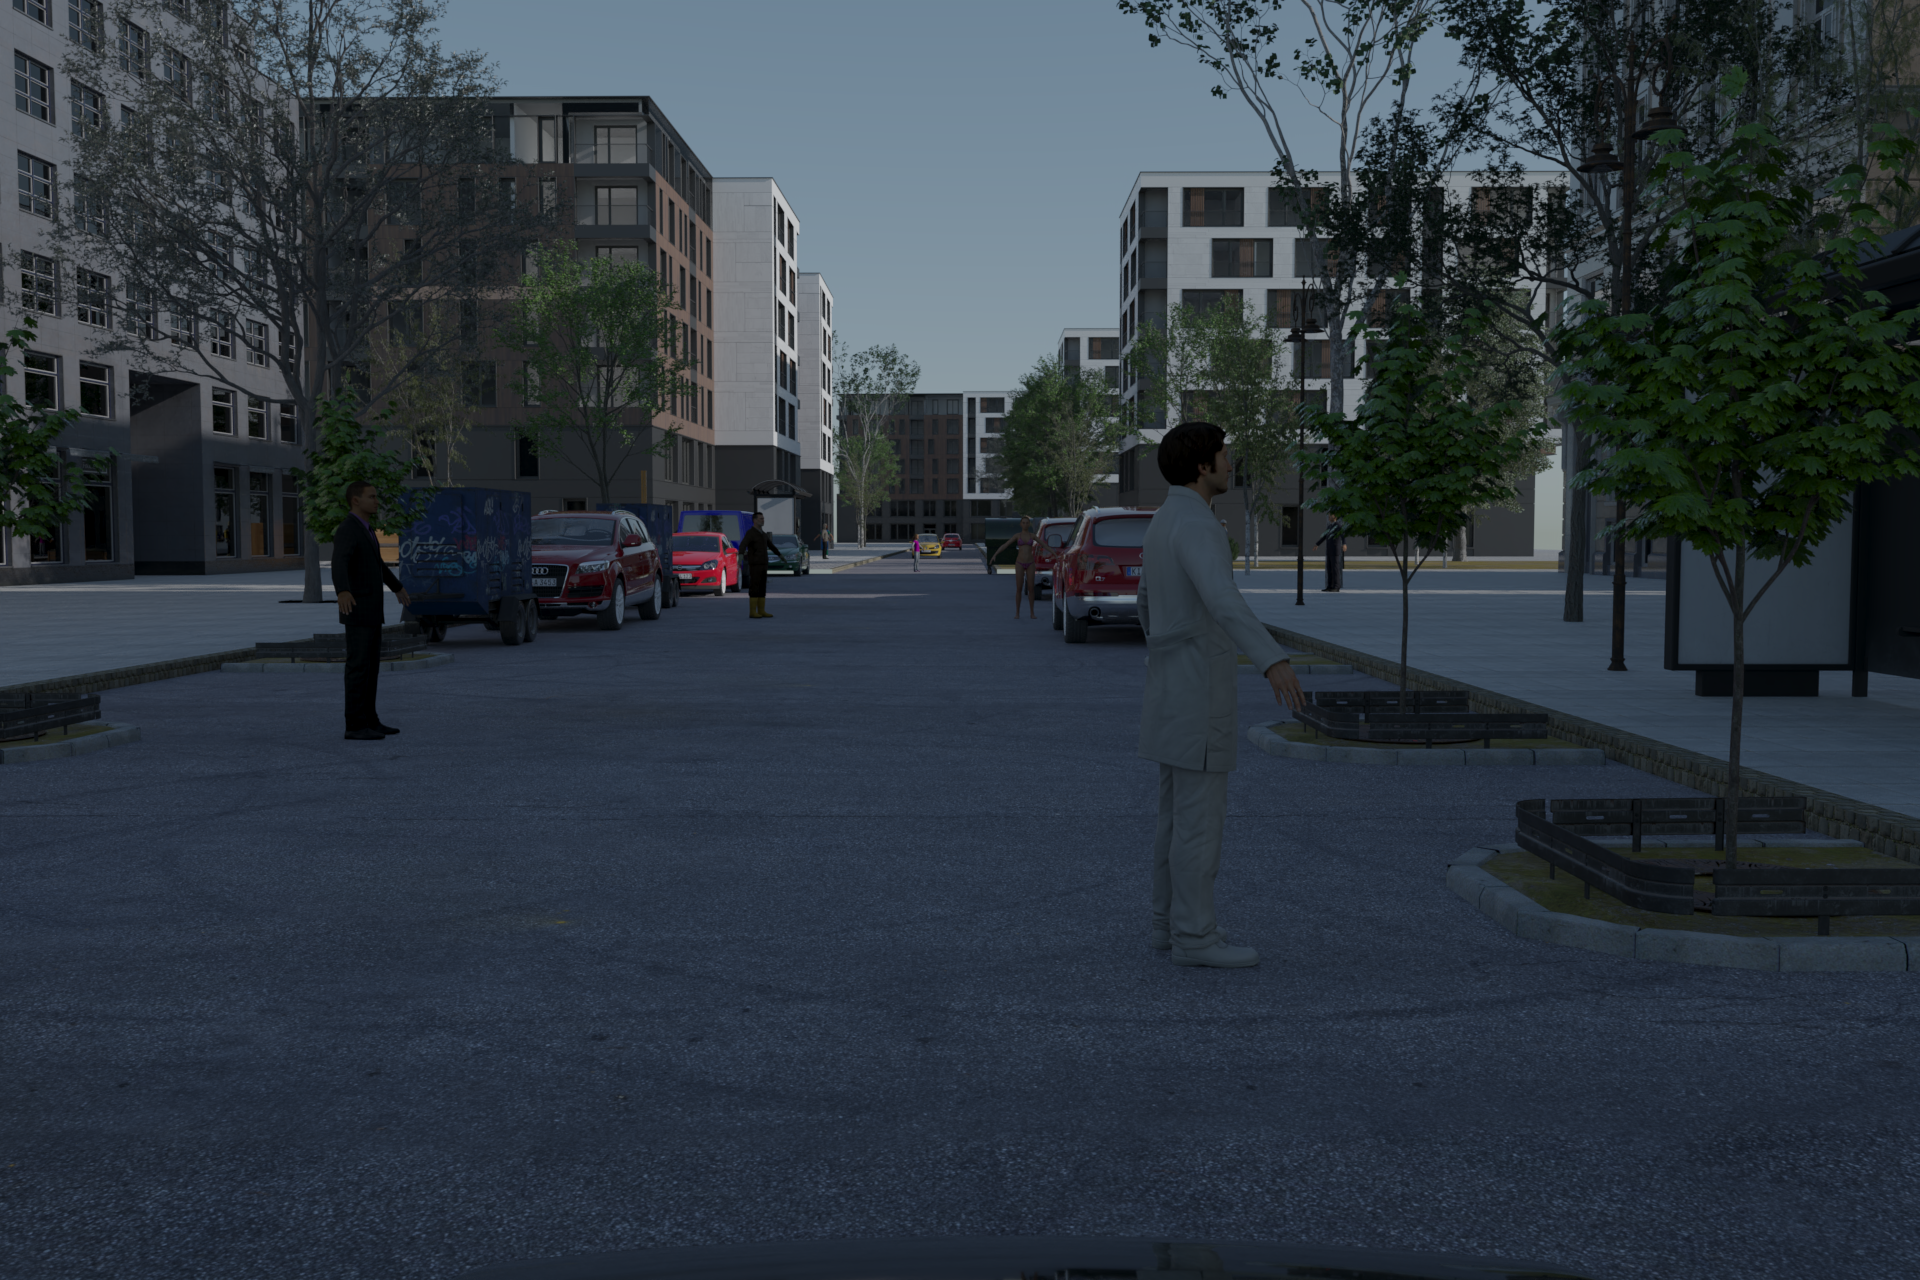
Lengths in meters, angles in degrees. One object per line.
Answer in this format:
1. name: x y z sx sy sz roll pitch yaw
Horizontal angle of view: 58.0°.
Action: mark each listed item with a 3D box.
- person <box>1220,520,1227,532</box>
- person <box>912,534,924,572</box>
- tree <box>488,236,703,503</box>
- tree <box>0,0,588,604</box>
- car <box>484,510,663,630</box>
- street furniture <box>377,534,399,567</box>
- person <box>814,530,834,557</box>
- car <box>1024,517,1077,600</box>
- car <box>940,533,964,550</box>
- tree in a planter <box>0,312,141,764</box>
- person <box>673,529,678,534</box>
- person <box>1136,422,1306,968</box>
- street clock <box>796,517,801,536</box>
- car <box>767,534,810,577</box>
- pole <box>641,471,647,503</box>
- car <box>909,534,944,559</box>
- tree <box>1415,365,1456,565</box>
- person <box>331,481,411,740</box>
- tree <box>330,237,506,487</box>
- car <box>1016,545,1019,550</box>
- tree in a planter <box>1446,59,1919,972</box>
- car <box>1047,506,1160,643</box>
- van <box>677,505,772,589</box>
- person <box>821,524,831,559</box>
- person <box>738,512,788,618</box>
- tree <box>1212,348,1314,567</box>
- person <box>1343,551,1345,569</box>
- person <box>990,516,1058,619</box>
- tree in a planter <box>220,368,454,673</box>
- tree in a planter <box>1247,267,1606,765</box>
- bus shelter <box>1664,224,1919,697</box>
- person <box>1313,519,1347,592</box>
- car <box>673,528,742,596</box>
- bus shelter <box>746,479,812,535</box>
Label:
1. person: 10.253 -3.778 67.630 0.705 1.847 1.347 1 4 17
2. person: -1.590 -3.290 65.511 0.599 1.433 0.991 2 4 24
3. tree: -12.626 -8.278 61.093 9.928 11.665 9.643 0 3 0
4. tree: -12.027 -7.441 32.035 12.009 13.543 11.850 0 3 0
5. car: -6.058 -1.149 27.467 2.281 1.827 5.304 0 4 0
6. street furniture: -21.069 -3.986 72.024 9.812 1.723 11.010 -2 4 -24
7. person: -7.748 -5.684 99.067 1.347 1.817 0.704 2 4 29
8. car: 2.494 -1.858 39.049 2.281 1.827 5.304 0 4 1
9. car: -0.723 -8.814 153.148 2.155 1.783 4.494 0 4 1
10. tree in a planter: -6.702 -0.873 11.490 1.991 3.239 1.994 0 4 0
11. person: -9.246 -3.190 58.334 1.348 1.807 0.705 0 4 -3
12. person: 0.814 0.170 5.858 0.705 1.806 1.347 -1 4 -10
13. street clock: -6.890 -4.191 73.093 0.358 2.002 0.471 0 4 1
14. car: -6.255 -2.944 59.926 2.131 1.459 4.920 0 4 0
15. pole: -10.148 -3.782 55.676 0.158 3.312 0.155 0 3 0
16. car: -1.936 -5.569 101.277 2.015 1.641 3.980 0 4 0
17. tree: 19.176 -7.438 71.980 4.360 8.622 3.978 0 3 0
18. person: -4.174 -0.214 12.183 0.704 1.802 1.346 0 4 -1
19. tree: -12.766 -5.672 43.092 4.360 8.622 3.978 0 3 0
20. car: 2.914 -2.711 56.129 2.131 1.459 4.920 0 4 -1
21. tree in a planter: 2.973 -0.572 6.571 1.991 3.239 1.994 0 4 -1
22. car: 2.384 -0.953 24.262 2.281 1.827 5.304 0 4 0
23. van: -6.407 -2.616 47.164 2.240 2.365 5.245 0 4 1
24. person: -6.879 -5.045 88.611 0.705 1.813 1.348 1 4 11
25. person: -3.420 -1.283 29.567 0.704 1.812 1.346 2 4 29
26. tree: 11.476 -7.190 67.915 4.360 8.622 3.978 0 3 0
27. person: 12.995 -3.235 59.678 0.721 1.737 1.214 2 4 29
28. person: 1.109 -1.225 29.291 1.217 1.733 0.721 0 4 -2
29. tree in a planter: -6.661 -1.321 18.819 1.991 3.239 1.994 0 4 1
30. tree in a planter: 3.004 -0.881 11.634 1.991 3.239 1.994 0 4 -1
31. bus shelter: 6.365 -1.051 11.115 2.014 3.302 5.546 0 4 0
32. person: 8.255 -1.981 38.437 0.704 1.823 1.345 -1 4 -18
33. car: -6.309 -1.969 41.226 2.155 1.783 4.494 0 4 1
34. bus shelter: -6.902 -4.454 66.754 2.014 3.302 5.546 0 4 0
